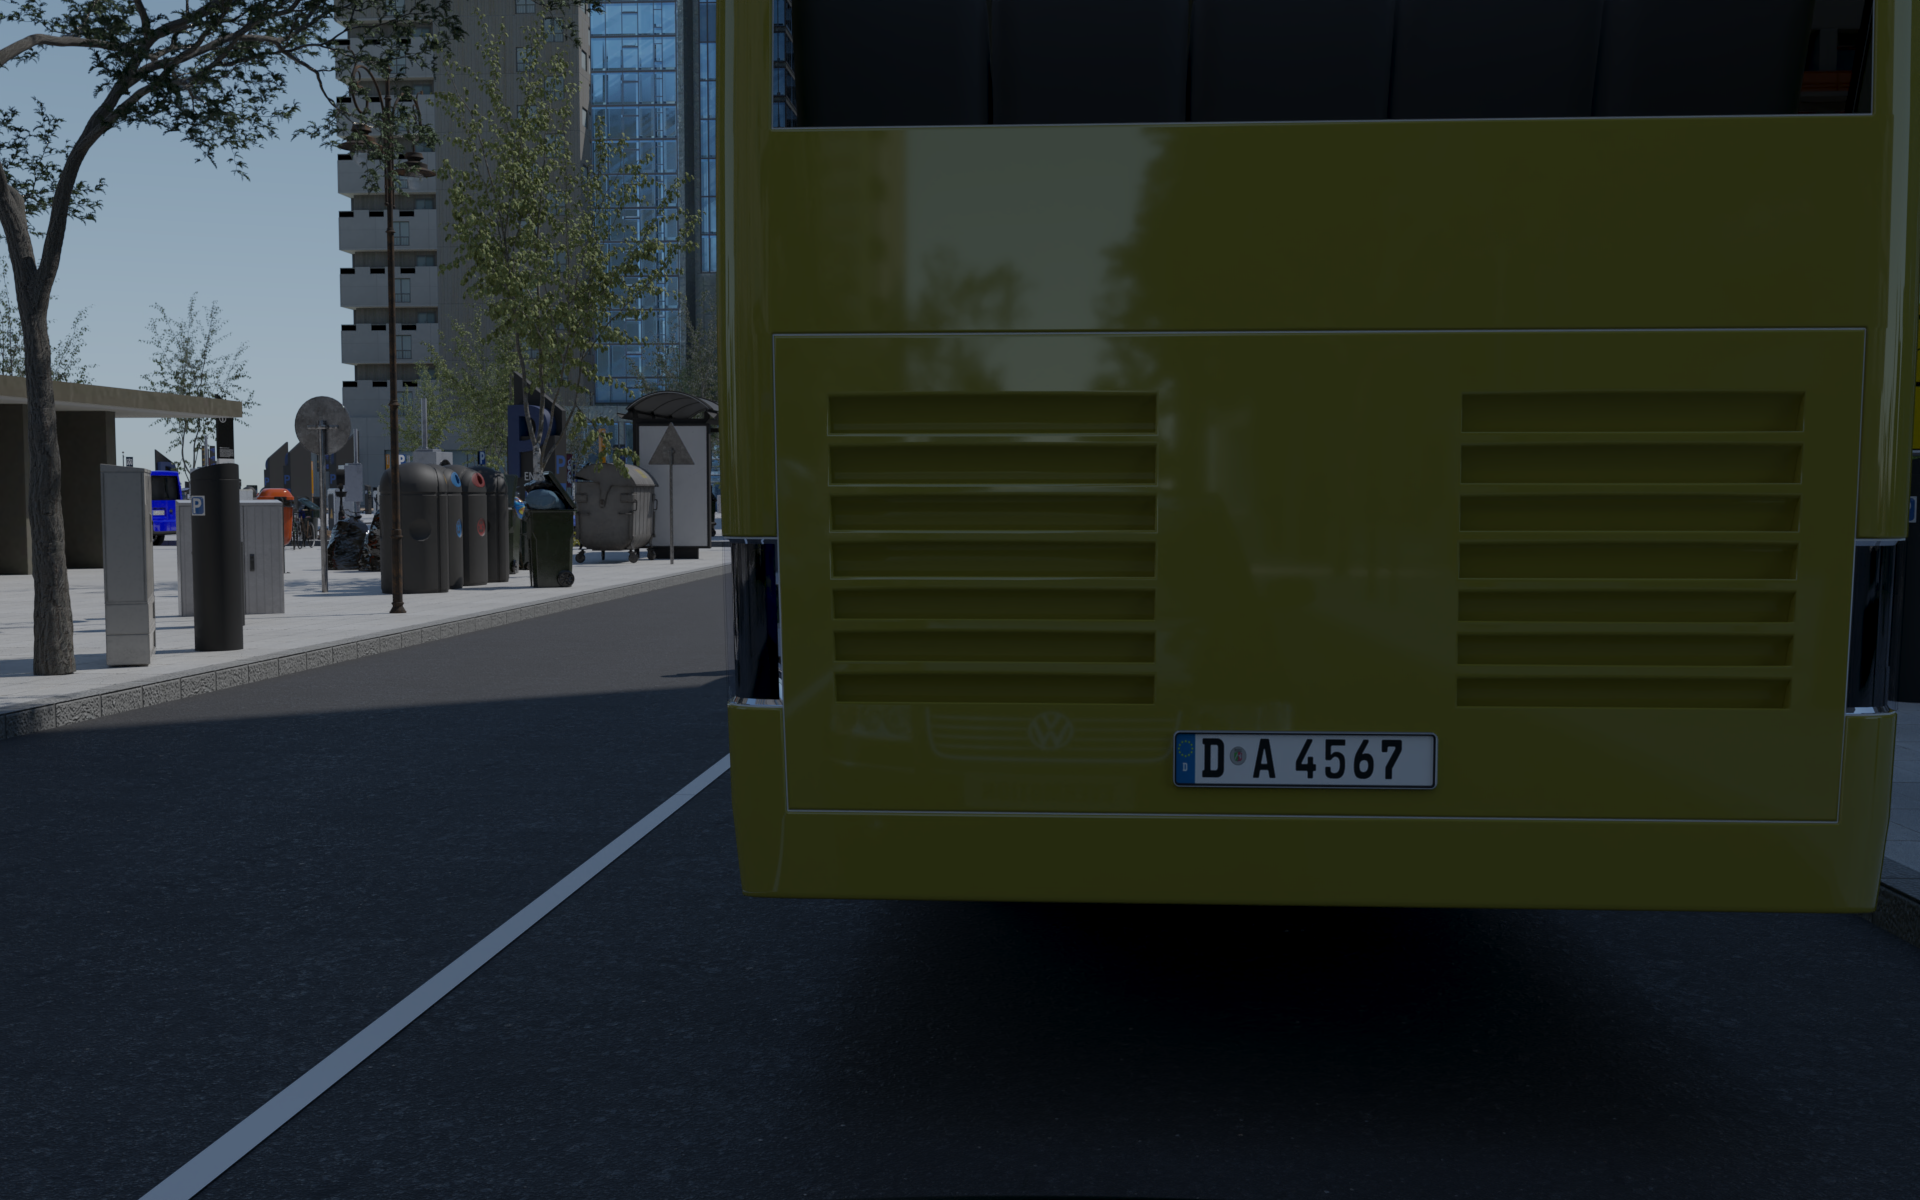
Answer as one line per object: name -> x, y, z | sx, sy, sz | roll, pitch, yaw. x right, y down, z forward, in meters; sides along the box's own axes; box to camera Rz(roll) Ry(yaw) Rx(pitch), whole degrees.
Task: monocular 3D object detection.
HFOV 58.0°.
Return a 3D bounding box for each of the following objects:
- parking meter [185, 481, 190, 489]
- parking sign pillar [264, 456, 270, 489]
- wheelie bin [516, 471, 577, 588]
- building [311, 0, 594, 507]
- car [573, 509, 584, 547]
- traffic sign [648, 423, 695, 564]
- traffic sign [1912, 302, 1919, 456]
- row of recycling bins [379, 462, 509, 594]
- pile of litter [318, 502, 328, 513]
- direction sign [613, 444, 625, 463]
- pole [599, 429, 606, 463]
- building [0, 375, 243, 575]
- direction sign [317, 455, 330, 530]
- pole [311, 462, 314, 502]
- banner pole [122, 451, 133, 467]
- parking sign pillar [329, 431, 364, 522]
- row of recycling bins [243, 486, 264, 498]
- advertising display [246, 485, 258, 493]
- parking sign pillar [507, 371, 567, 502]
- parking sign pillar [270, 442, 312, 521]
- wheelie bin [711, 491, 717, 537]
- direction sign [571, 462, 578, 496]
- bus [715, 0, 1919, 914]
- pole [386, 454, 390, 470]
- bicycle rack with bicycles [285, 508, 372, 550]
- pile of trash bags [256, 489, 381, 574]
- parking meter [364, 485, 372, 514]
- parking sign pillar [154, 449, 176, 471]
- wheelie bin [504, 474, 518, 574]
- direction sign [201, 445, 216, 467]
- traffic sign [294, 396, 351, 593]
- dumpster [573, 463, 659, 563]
parking meter -> -35.048, -4.474, 78.863 | 0.255, 1.863, 0.399 | 3, 5, 44
parking sign pillar -> -34.995, -6.129, 88.681 | 1.447, 3.967, 1.447 | 2, 4, 24
wheelie bin -> -5.671, -0.979, 23.915 | 0.693, 1.594, 0.980 | -1, 4, -20
building -> -48.057, -36.060, 178.819 | 27.495, 52.752, 28.713 | 0, 4, 4
car -> -10.544, -2.086, 43.705 | 3.694, 1.707, 1.945 | 0, 4, 2
traffic sign -> -5.258, -1.929, 31.546 | 0.884, 2.594, 0.081 | 1, 4, 11
traffic sign -> 6.081, -1.078, 11.495 | 2.265, 3.308, 0.079 | 0, 4, 5
row of recycling bins -> -7.102, -1.025, 23.878 | 1.069, 1.692, 3.534 | 0, 4, 2
pile of litter -> -42.596, -6.199, 115.320 | 1.176, 0.858, 1.719 | 3, 5, 40
direction sign -> -15.540, -5.323, 79.030 | 0.876, 3.537, 0.379 | 3, 5, 43
pole -> -11.171, -3.688, 54.142 | 0.158, 3.312, 0.155 | 0, 3, 0
building -> -28.456, -22.428, 21.330 | 28.867, 44.769, 22.147 | 0, 4, 4
direction sign -> -22.204, -4.185, 60.428 | 0.876, 3.537, 0.379 | 3, 5, 43
pole -> -40.580, -7.006, 108.396 | 0.158, 3.312, 0.155 | 0, 3, 0
banner pole -> -48.899, -6.834, 101.745 | 0.401, 3.779, 0.863 | 2, 4, 31
parking sign pillar -> -26.091, -5.197, 73.440 | 1.447, 3.967, 1.447 | 2, 4, 27
row of recycling bins -> -38.693, -5.264, 93.176 | 3.534, 1.692, 1.069 | -1, 4, -15
advertising display -> -49.859, -7.143, 122.002 | 0.123, 1.923, 0.974 | 1, 4, 21
parking sign pillar -> -9.229, -3.015, 37.763 | 1.447, 3.967, 1.447 | 2, 4, 25
parking sign pillar -> -29.342, -5.397, 76.719 | 1.447, 3.967, 1.447 | 1, 4, 21
wheelie bin -> -7.729, -2.712, 52.248 | 0.693, 1.594, 0.980 | -2, 4, -24
direction sign -> -27.514, -7.990, 122.633 | 0.876, 3.537, 0.379 | -1, 4, -17
bus -> 1.099, -1.108, 9.670 | 2.896, 3.916, 12.252 | 0, 4, 4
pole -> -29.466, -5.836, 89.257 | 0.158, 3.312, 0.155 | 0, 3, 0
bicycle rack with bicycles -> -15.035, -1.669, 40.674 | 2.852, 0.926, 2.925 | 0, 4, 1
pile of trash bags -> -10.083, -1.183, 29.094 | 3.447, 1.369, 1.912 | -3, 5, -44
parking meter -> -37.282, -6.323, 109.095 | 0.399, 1.863, 0.255 | 2, 4, 32
parking sign pillar -> -47.911, -7.106, 104.652 | 1.447, 3.967, 1.447 | 2, 4, 31
wheelie bin -> -7.452, -1.219, 27.834 | 0.980, 1.594, 0.693 | 0, 4, -2
direction sign -> -35.013, -5.429, 80.767 | 0.379, 3.537, 0.876 | 1, 4, 17
traffic sign -> -8.277, -1.369, 22.497 | 0.768, 2.556, 0.104 | 0, 4, 6
dumpster -> -6.521, -1.653, 32.778 | 1.264, 1.857, 1.865 | 0, 4, 4
